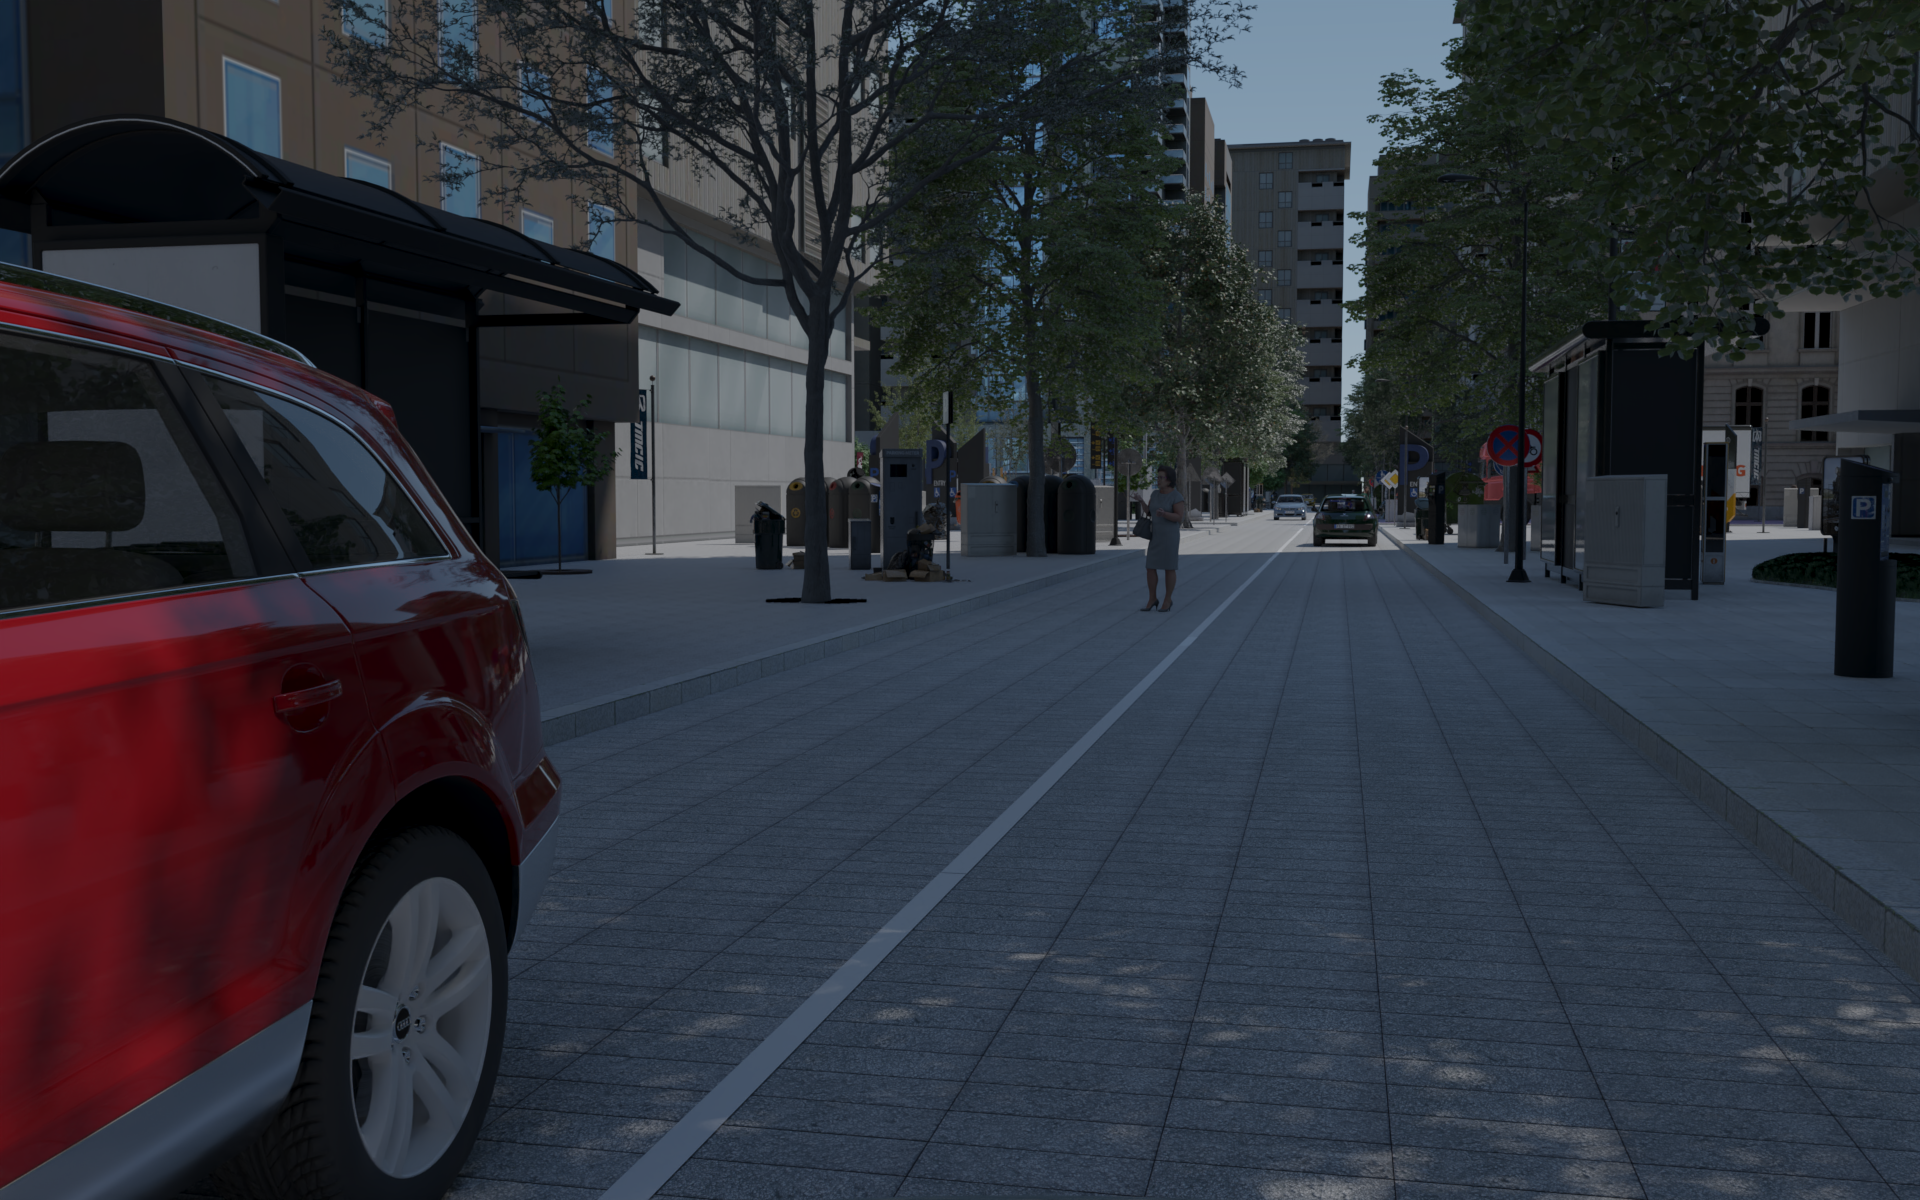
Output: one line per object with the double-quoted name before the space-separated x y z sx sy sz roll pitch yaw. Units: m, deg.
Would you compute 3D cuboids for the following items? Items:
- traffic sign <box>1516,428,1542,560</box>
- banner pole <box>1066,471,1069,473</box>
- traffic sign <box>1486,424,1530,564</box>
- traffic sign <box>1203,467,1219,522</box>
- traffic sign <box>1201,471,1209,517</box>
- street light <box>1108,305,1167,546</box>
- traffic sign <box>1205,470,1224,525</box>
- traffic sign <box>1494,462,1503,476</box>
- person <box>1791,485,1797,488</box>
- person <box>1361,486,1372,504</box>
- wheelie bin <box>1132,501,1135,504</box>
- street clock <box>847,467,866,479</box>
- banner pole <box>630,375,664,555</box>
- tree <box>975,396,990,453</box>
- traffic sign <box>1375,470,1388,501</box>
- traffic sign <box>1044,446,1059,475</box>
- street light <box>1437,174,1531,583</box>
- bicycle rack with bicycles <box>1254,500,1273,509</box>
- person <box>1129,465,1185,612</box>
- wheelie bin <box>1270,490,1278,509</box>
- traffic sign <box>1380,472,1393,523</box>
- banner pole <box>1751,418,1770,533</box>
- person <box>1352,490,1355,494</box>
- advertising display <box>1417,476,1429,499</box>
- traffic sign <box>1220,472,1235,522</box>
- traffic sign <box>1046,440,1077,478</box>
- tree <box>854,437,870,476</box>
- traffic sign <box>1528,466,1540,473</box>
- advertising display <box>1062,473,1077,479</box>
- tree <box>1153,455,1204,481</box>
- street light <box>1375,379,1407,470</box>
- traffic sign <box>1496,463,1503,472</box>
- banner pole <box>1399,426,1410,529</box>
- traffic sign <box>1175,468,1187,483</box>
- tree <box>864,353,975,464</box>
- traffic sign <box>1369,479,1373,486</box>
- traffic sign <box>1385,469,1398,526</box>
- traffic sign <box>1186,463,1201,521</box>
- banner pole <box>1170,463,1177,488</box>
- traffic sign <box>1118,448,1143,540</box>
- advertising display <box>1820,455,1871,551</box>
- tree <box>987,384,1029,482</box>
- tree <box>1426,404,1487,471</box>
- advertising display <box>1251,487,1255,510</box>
"traffic sign" 10.978 -2.052 33.649 0.768 2.556 0.104 1 4 15
"banner pole" 6.206 -6.720 99.885 0.401 3.779 0.863 0 4 -8
"traffic sign" 10.031 -1.935 31.738 0.768 2.556 0.104 1 4 16
"traffic sign" 11.592 -4.890 80.050 0.768 2.556 0.104 1 4 19
"traffic sign" 13.693 -6.008 98.231 0.884 2.594 0.081 1 4 17
"street light" 4.394 -4.294 42.743 1.470 5.913 1.316 1 4 12
"traffic sign" 10.501 -4.153 71.545 0.795 2.450 0.064 1 4 12
"traffic sign" 15.787 -3.052 50.013 0.768 2.556 0.104 1 4 13
"person" 33.008 -3.664 68.646 0.529 1.795 0.600 0 4 6
"person" 18.418 -4.272 78.588 0.600 1.795 0.529 -2 4 -28
"wheelie bin" 15.432 -8.977 154.684 0.693 1.594 0.980 -2 4 -31
"street clock" -2.811 -2.597 47.026 0.471 2.002 0.358 -1 4 -22
"banner pole" -6.624 -2.838 36.417 0.401 3.779 0.863 3 5 39
"tree" 0.368 -10.484 121.779 4.737 8.622 4.395 0 3 0
"traffic sign" 22.575 -5.651 92.504 0.768 2.556 0.104 1 4 19
"traffic sign" 2.419 -2.788 45.690 0.768 2.556 0.104 1 4 18
"street light" 7.610 -3.219 25.171 1.470 5.913 1.316 1 4 12
"bicycle rack with bicycles" 25.009 -8.141 146.480 2.925 0.926 2.852 0 4 8
"person" 2.358 -0.748 21.091 0.716 1.782 0.532 3 5 45
"wheelie bin" 26.887 -8.592 148.395 0.693 1.594 0.980 0 4 3
"traffic sign" 19.275 -4.535 77.792 0.795 2.450 0.064 1 4 12
"banner pole" 26.381 -4.105 57.131 0.401 3.779 0.863 -1 4 -17
"person" 32.451 -8.206 143.154 0.515 1.767 0.782 2 4 24
"advertising display" 17.036 -3.519 62.742 0.974 1.923 0.123 -1 4 -8
"traffic sign" 12.201 -4.630 79.348 0.795 2.450 0.064 1 4 12
"traffic sign" 2.376 -2.494 40.889 0.768 2.556 0.104 1 4 21
"tree" -5.900 -6.953 97.400 4.285 4.588 4.351 0 3 0
"traffic sign" 14.348 -2.707 44.264 0.884 2.594 0.081 1 4 20
"advertising display" 3.265 -2.986 54.040 0.974 1.923 0.123 -3 4 -36
"tree" 12.780 -7.269 102.560 4.285 4.588 4.351 0 3 0
"street light" 17.458 -5.959 69.967 1.470 5.913 1.316 1 4 12
"traffic sign" 13.781 -2.645 43.349 0.768 2.556 0.104 1 4 20
"banner pole" 16.439 -4.520 63.920 0.401 3.779 0.863 1 4 13
"traffic sign" 10.006 -4.869 79.615 0.884 2.594 0.081 1 4 16
"tree" -2.429 -8.402 87.729 4.737 8.622 4.395 0 3 0
"traffic sign" 28.761 -7.342 120.145 0.768 2.556 0.104 1 4 21
"traffic sign" 17.576 -4.058 69.989 0.795 2.450 0.064 1 4 12
"traffic sign" 9.566 -4.404 72.003 0.884 2.594 0.081 1 4 20
"banner pole" 10.013 -5.530 80.432 0.863 3.779 0.401 1 4 12
"traffic sign" 4.679 -2.937 48.121 0.768 2.556 0.104 1 4 13
"advertising display" 14.670 -1.438 28.728 0.123 1.923 0.974 -1 4 -13
"tree" 3.598 -10.190 116.962 4.360 8.622 3.978 0 3 0
"tree" 33.076 -10.115 115.738 4.737 8.622 4.395 0 3 0
"advertising display" 23.275 -8.099 137.637 0.123 1.923 0.974 0 4 -4
